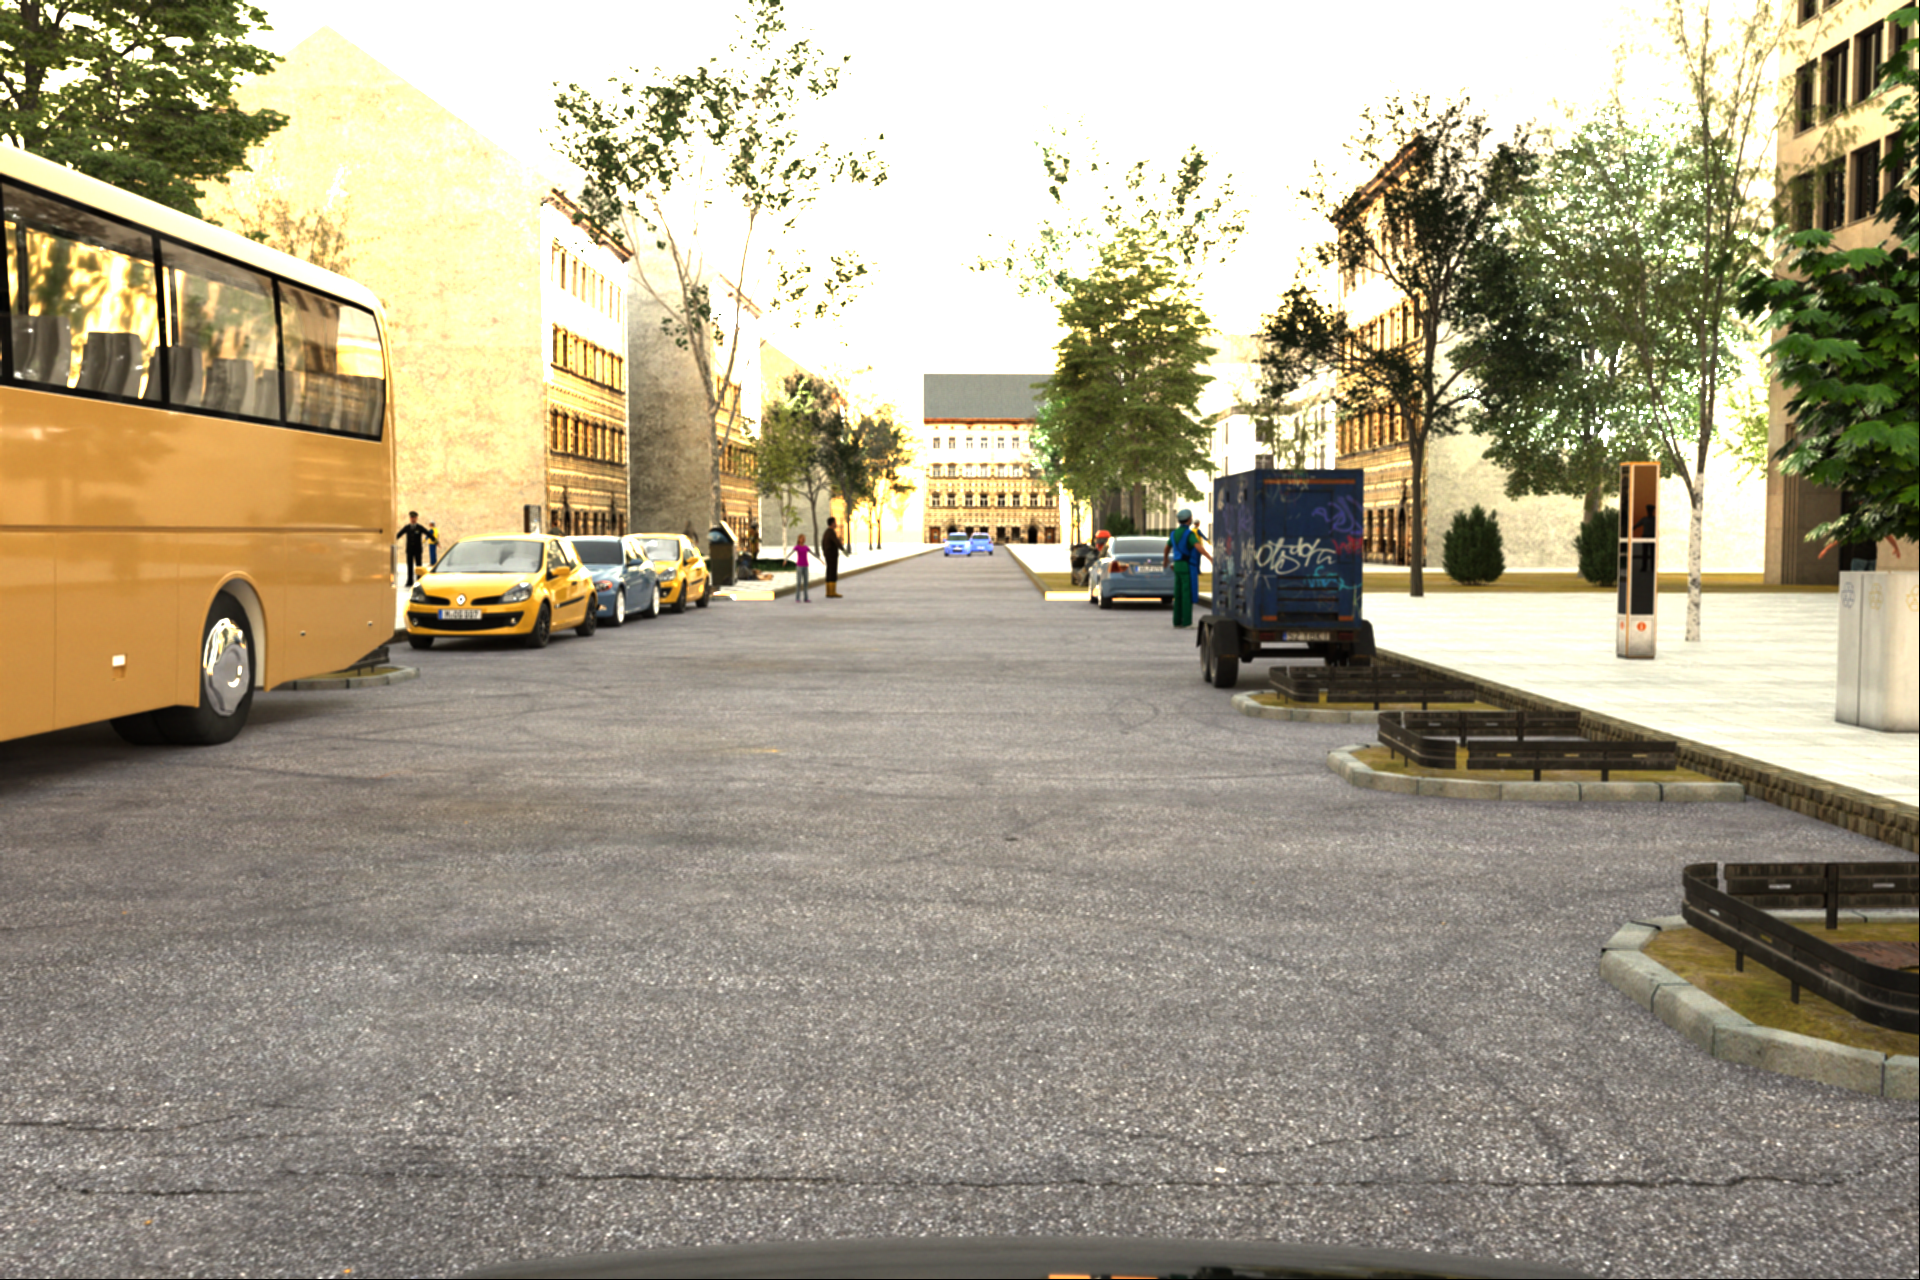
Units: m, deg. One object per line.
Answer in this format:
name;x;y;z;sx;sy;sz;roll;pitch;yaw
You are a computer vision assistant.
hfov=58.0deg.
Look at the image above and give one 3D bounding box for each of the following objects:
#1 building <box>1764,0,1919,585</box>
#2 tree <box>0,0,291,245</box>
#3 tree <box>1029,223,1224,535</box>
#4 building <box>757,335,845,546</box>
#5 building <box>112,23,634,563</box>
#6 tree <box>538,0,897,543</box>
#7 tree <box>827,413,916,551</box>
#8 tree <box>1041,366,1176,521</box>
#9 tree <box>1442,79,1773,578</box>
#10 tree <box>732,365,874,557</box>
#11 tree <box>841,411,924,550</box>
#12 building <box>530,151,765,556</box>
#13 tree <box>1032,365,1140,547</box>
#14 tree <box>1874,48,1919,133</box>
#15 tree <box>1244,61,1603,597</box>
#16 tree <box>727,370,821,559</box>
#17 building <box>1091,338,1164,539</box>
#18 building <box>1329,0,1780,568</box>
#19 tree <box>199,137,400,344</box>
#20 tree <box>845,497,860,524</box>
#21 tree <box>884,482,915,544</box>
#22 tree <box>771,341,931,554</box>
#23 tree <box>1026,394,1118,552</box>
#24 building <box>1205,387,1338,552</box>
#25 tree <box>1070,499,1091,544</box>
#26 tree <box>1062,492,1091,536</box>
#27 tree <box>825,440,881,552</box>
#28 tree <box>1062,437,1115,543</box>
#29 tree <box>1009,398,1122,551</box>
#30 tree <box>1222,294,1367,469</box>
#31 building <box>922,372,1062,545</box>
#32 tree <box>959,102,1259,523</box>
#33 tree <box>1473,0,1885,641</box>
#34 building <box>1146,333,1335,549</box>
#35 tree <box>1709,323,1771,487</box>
building;29.772;-13.631;25.028;24.374;26.755;37.873;0;4;1
tree;-12.471;-6.416;23.028;7.486;12.596;7.792;0;3;0
tree;6.244;-8.921;63.983;7.486;12.596;7.792;0;3;0
building;-22.614;-21.940;189.654;19.493;23.208;18.063;0;4;1
building;-27.217;-15.486;84.129;19.493;23.208;18.063;0;4;0
tree;-8.134;-12.389;58.449;12.611;20.169;13.585;0;3;0
tree;-7.189;-12.236;134.467;8.767;10.594;7.601;3;4;38
tree;8.133;-9.673;92.564;8.767;10.594;7.601;2;4;32
tree;18.476;-8.799;50.523;9.857;13.997;8.962;0;3;0
tree;-8.147;-9.860;95.628;7.601;10.594;8.767;2;4;31
tree;-6.801;-13.336;143.801;9.928;11.665;9.643;0;3;0
building;-23.202;-17.009;109.023;19.493;23.208;18.063;0;4;2
tree;8.024;-10.958;104.916;9.928;11.665;9.643;0;3;0
tree;9.469;-5.279;12.072;9.928;11.665;9.643;0;3;0
tree;9.093;-6.166;35.220;7.601;10.594;8.767;-2;4;-27
tree;-7.991;-7.751;77.093;4.737;8.622;4.395;0;3;0
building;28.704;-21.546;196.252;27.936;21.610;32.646;0;4;1
building;27.140;-14.873;74.099;19.493;23.208;18.063;0;4;1
tree;-12.019;-4.985;31.866;4.360;8.622;3.978;0;3;0
tree;-16.570;-19.220;232.373;7.486;12.596;7.792;0;3;0
tree;-7.625;-17.245;232.320;4.360;8.622;3.978;0;3;0
tree;-7.089;-12.203;109.889;12.009;13.543;11.850;0;3;0
tree;8.352;-12.077;123.208;9.928;11.665;9.643;0;3;0
building;22.227;-10.459;113.157;9.099;9.664;28.070;0;4;1
tree;17.082;-17.371;234.372;4.737;8.622;4.395;0;3;0
tree;16.215;-17.047;229.077;4.360;8.622;3.978;0;3;0
tree;-7.273;-10.392;120.267;4.737;8.622;4.395;0;3;0
tree;8.297;-10.056;114.770;4.737;8.622;4.395;0;3;0
tree;8.802;-13.707;134.476;12.009;13.543;11.850;0;3;0
tree;9.723;-6.321;53.707;4.360;8.622;3.978;0;3;0
building;3.998;-24.527;234.402;18.063;23.208;19.493;0;4;-2
tree;6.023;-13.585;78.010;12.611;20.169;13.585;0;3;0
tree;8.909;-4.278;20.308;4.360;8.622;3.978;0;3;0
building;27.064;-18.019;161.074;16.747;18.905;31.486;0;4;1
tree;26.758;-6.508;56.768;4.737;8.622;4.395;0;3;0
